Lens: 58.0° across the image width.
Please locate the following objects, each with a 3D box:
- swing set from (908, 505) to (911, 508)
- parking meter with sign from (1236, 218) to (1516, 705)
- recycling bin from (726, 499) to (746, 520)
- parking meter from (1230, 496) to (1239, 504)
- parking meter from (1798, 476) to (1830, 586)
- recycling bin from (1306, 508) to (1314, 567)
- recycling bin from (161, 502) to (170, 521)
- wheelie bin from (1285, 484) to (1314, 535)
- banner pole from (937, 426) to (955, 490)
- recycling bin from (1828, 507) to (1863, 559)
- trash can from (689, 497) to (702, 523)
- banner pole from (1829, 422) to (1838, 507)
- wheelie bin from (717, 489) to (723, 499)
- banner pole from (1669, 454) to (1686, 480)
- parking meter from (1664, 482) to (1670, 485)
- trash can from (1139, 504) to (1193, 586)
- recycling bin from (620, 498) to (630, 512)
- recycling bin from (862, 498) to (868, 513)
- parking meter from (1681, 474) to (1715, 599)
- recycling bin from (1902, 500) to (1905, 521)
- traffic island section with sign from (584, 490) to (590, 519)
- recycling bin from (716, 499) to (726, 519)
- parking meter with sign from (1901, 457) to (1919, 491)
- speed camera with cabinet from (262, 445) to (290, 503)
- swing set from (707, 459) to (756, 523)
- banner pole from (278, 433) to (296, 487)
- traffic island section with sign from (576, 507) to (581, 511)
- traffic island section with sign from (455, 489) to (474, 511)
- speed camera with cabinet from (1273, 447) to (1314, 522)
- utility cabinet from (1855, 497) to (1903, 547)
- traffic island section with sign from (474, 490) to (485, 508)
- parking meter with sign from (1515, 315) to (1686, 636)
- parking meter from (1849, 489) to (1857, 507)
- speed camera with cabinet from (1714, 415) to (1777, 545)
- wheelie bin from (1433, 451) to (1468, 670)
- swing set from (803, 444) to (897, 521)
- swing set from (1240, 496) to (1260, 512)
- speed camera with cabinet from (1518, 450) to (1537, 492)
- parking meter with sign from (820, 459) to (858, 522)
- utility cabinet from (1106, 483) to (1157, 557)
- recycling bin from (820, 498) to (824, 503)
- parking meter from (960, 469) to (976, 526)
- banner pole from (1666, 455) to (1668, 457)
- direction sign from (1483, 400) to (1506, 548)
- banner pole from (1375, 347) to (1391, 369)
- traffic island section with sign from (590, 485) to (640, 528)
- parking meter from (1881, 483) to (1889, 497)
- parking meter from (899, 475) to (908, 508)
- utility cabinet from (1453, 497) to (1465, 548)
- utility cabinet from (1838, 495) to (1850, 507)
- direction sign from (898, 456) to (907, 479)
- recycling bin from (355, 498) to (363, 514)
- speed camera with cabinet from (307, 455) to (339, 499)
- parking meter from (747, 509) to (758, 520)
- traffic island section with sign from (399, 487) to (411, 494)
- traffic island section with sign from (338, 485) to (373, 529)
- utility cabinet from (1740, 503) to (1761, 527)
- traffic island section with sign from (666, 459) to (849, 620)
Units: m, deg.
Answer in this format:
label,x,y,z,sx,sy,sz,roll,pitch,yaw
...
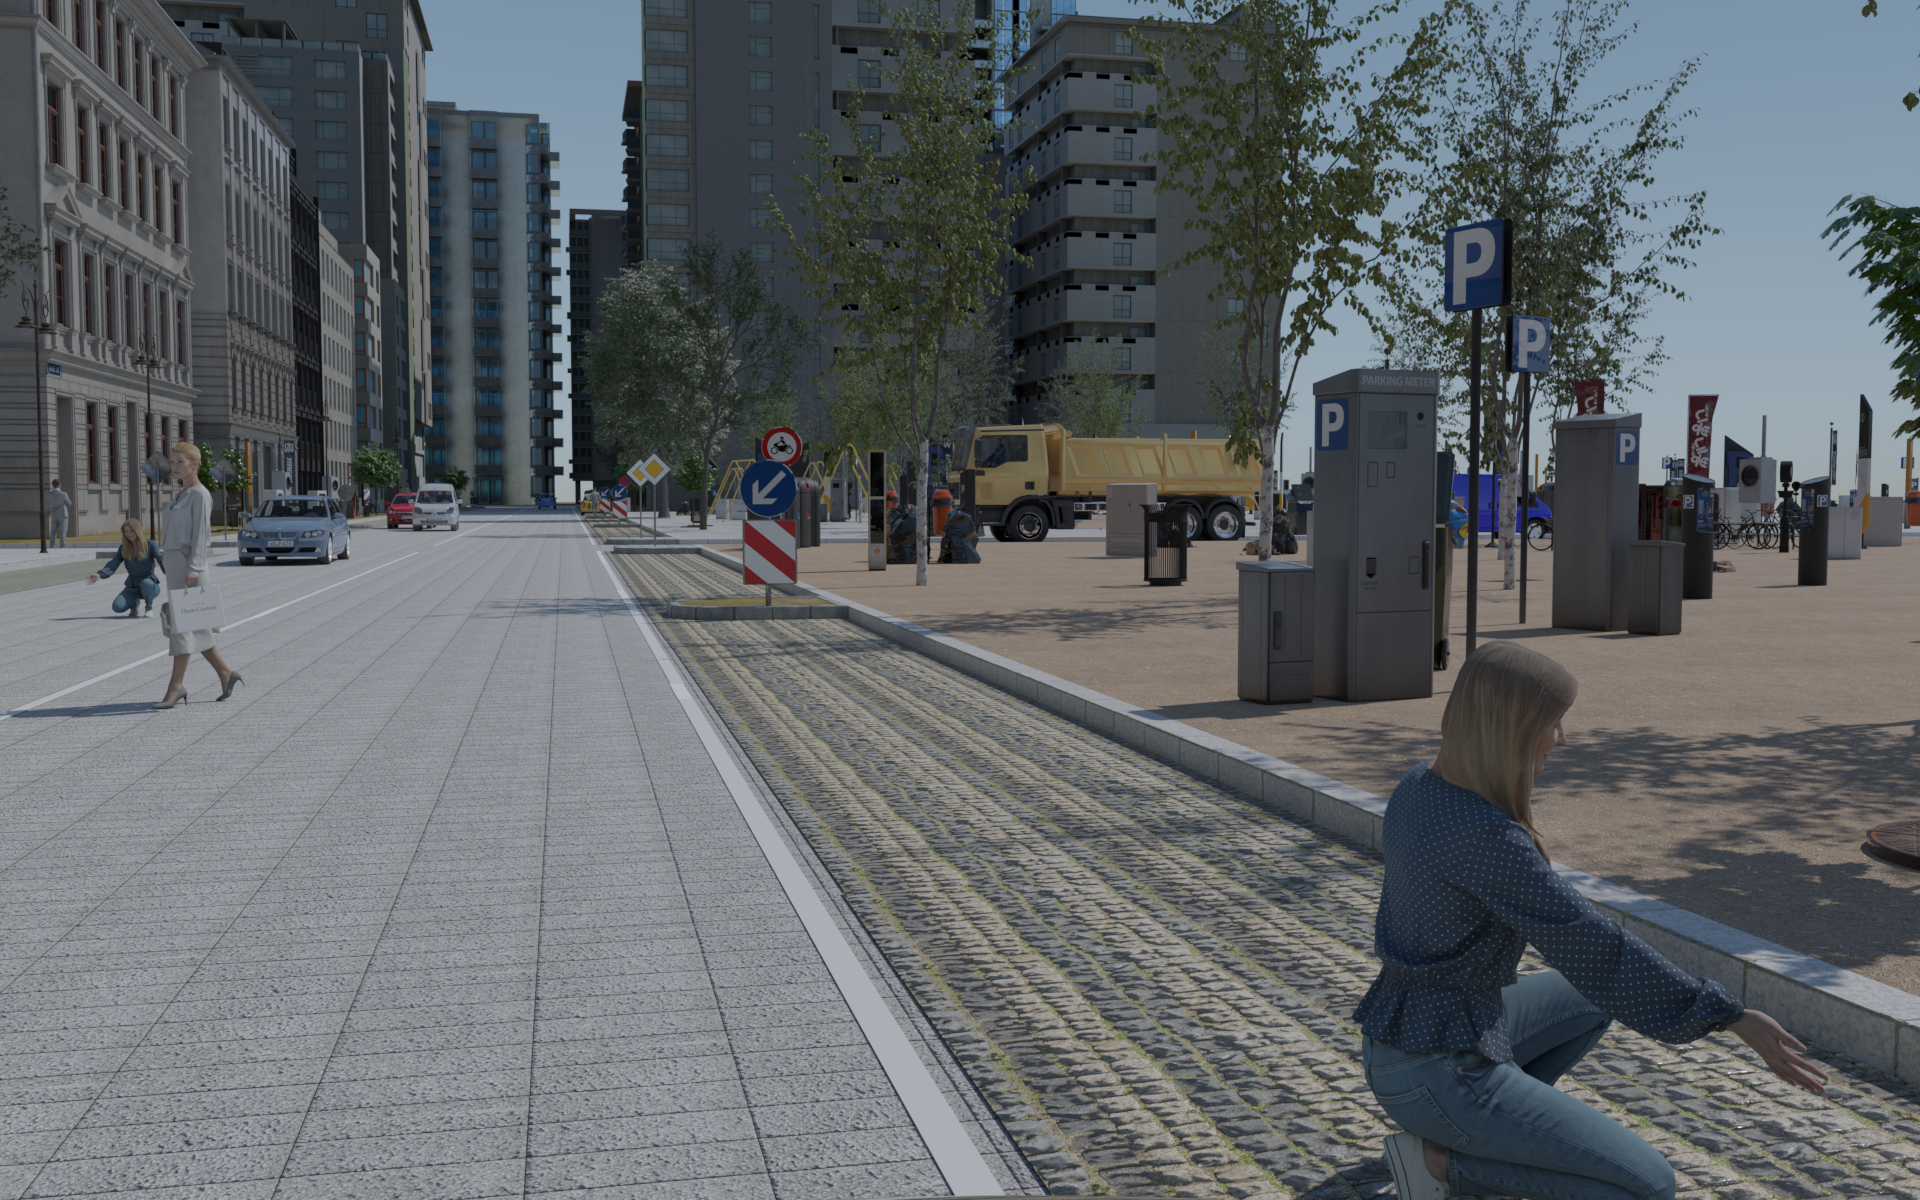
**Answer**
label,x,y,z,sx,sy,sz,roll,pitch,yaw
swing set,-3.980,-5.795,92.362,2.862,2.851,3.119,-1,4,-10
parking meter with sign,2.586,-0.895,10.888,1.738,3.016,0.543,-2,4,-25
recycling bin,-10.886,-4.415,84.744,0.722,1.027,0.722,-1,4,-19
parking meter,12.056,-4.140,76.100,0.372,1.533,0.369,0,3,0
parking meter,11.994,-0.974,24.329,0.372,1.533,0.369,0,3,0
recycling bin,5.636,-0.809,25.787,0.722,1.027,0.722,3,5,39
recycling bin,-24.994,-2.620,55.390,0.722,1.027,0.722,1,4,16
wheelie bin,10.662,-2.845,54.430,0.980,1.594,0.693,-1,4,-18
banner pole,-0.565,-4.513,63.799,0.863,3.779,0.401,0,4,7
recycling bin,17.334,-1.330,34.295,0.722,1.027,0.722,0,4,1
trash can,-11.545,-3.945,76.149,0.748,1.137,0.748,0,3,0
banner pole,30.141,-4.271,59.841,0.401,3.779,0.863,1,4,10
wheelie bin,-15.798,-6.366,111.994,0.980,1.594,0.693,2,4,31
banner pole,44.491,-7.174,107.304,0.401,3.779,0.863,-3,5,-42
parking meter,34.541,-4.818,84.485,0.255,1.863,0.399,-2,4,-28
trash can,2.885,-0.773,24.299,0.748,1.137,0.748,0,3,0
recycling bin,-23.664,-6.712,122.297,0.722,1.027,0.722,-1,4,-11
recycling bin,-6.319,-6.517,119.106,0.722,1.027,0.722,-2,4,-28
parking meter,9.043,-0.784,21.236,0.372,1.533,0.369,0,3,0
recycling bin,42.636,-3.975,77.553,0.722,1.027,0.722,-1,4,-13
traffic island section with sign,-20.791,-5.638,100.801,1.989,1.847,2.006,-1,4,-13
recycling bin,-11.968,-4.633,88.307,0.722,1.027,0.722,2,4,31
parking meter with sign,44.316,-5.163,80.676,0.543,3.016,1.738,1,4,15
speed camera with cabinet,-27.089,-4.545,68.639,0.660,3.252,2.038,0,4,-6
swing set,-9.944,-4.989,79.194,2.862,2.851,3.119,-2,4,-24
banner pole,-27.528,-4.938,70.752,0.401,3.779,0.863,3,5,41
traffic island section with sign,-31.940,-8.621,149.577,1.989,1.847,2.006,-1,4,-13
traffic island section with sign,-42.580,-8.460,146.953,1.989,1.847,2.006,-1,4,-13
speed camera with cabinet,13.972,-4.789,72.628,2.038,3.252,0.660,1,4,18
utility cabinet,22.543,-1.918,42.529,1.020,1.237,0.306,1,4,17
traffic island section with sign,-48.612,-10.073,173.317,1.989,1.847,2.006,-1,4,-13
parking meter with sign,6.013,-1.230,16.373,0.543,3.016,1.738,-2,4,-32
parking meter,46.502,-4.999,90.138,0.372,1.533,0.369,0,3,0
speed camera with cabinet,19.690,-3.037,43.993,0.660,3.252,2.038,-2,4,-24
wheelie bin,3.308,-0.306,12.904,0.980,1.594,0.693,1,4,21
swing set,-3.700,-3.552,55.690,2.862,2.851,3.119,-1,4,-9
swing set,13.646,-5.257,83.568,2.862,2.851,3.119,0,4,-3
speed camera with cabinet,25.663,-5.096,77.656,0.660,3.252,2.038,-1,4,-11
parking meter with sign,-5.558,-5.069,79.145,1.738,3.016,0.543,0,4,8
utility cabinet,3.449,-1.610,35.007,0.318,1.500,1.173,-3,4,-38
recycling bin,-8.648,-5.804,107.447,0.722,1.027,0.722,-1,4,-10
parking meter,0.179,-2.144,40.762,0.255,1.863,0.399,-2,4,-25
banner pole,45.731,-7.430,111.494,0.863,3.779,0.401,2,4,29
direction sign,12.803,-3.029,41.529,0.876,3.537,0.379,-3,5,-39
banner pole,7.279,-2.439,29.894,0.401,3.779,0.863,0,4,-4
traffic island section with sign,-14.725,-4.014,74.253,1.989,1.847,2.006,-1,4,-13
parking meter,50.986,-5.491,95.489,0.399,1.863,0.255,-2,4,-33
parking meter,-1.763,-2.966,54.207,0.255,1.863,0.399,0,4,-5
utility cabinet,11.469,-1.842,41.285,1.020,1.237,0.306,0,4,-3
utility cabinet,52.875,-5.632,103.244,1.020,1.237,0.306,-1,4,-13
direction sign,-3.425,-6.804,103.238,0.379,3.537,0.876,3,4,37
recycling bin,-37.805,-5.905,109.105,0.722,1.027,0.722,-3,4,-36
speed camera with cabinet,-32.345,-5.726,87.961,0.660,3.252,2.038,1,4,11
parking meter,-6.822,-3.135,56.973,0.399,1.863,0.255,-1,4,-22
traffic island section with sign,-31.576,-5.511,98.739,1.989,1.847,2.006,-1,4,-13
traffic island section with sign,-25.403,-3.859,71.726,1.989,1.847,2.006,-1,4,-13
utility cabinet,30.371,-3.556,66.813,0.318,1.500,1.173,-1,4,-20
traffic island section with sign,-2.454,-0.725,20.485,1.989,1.847,2.006,-1,4,-13
